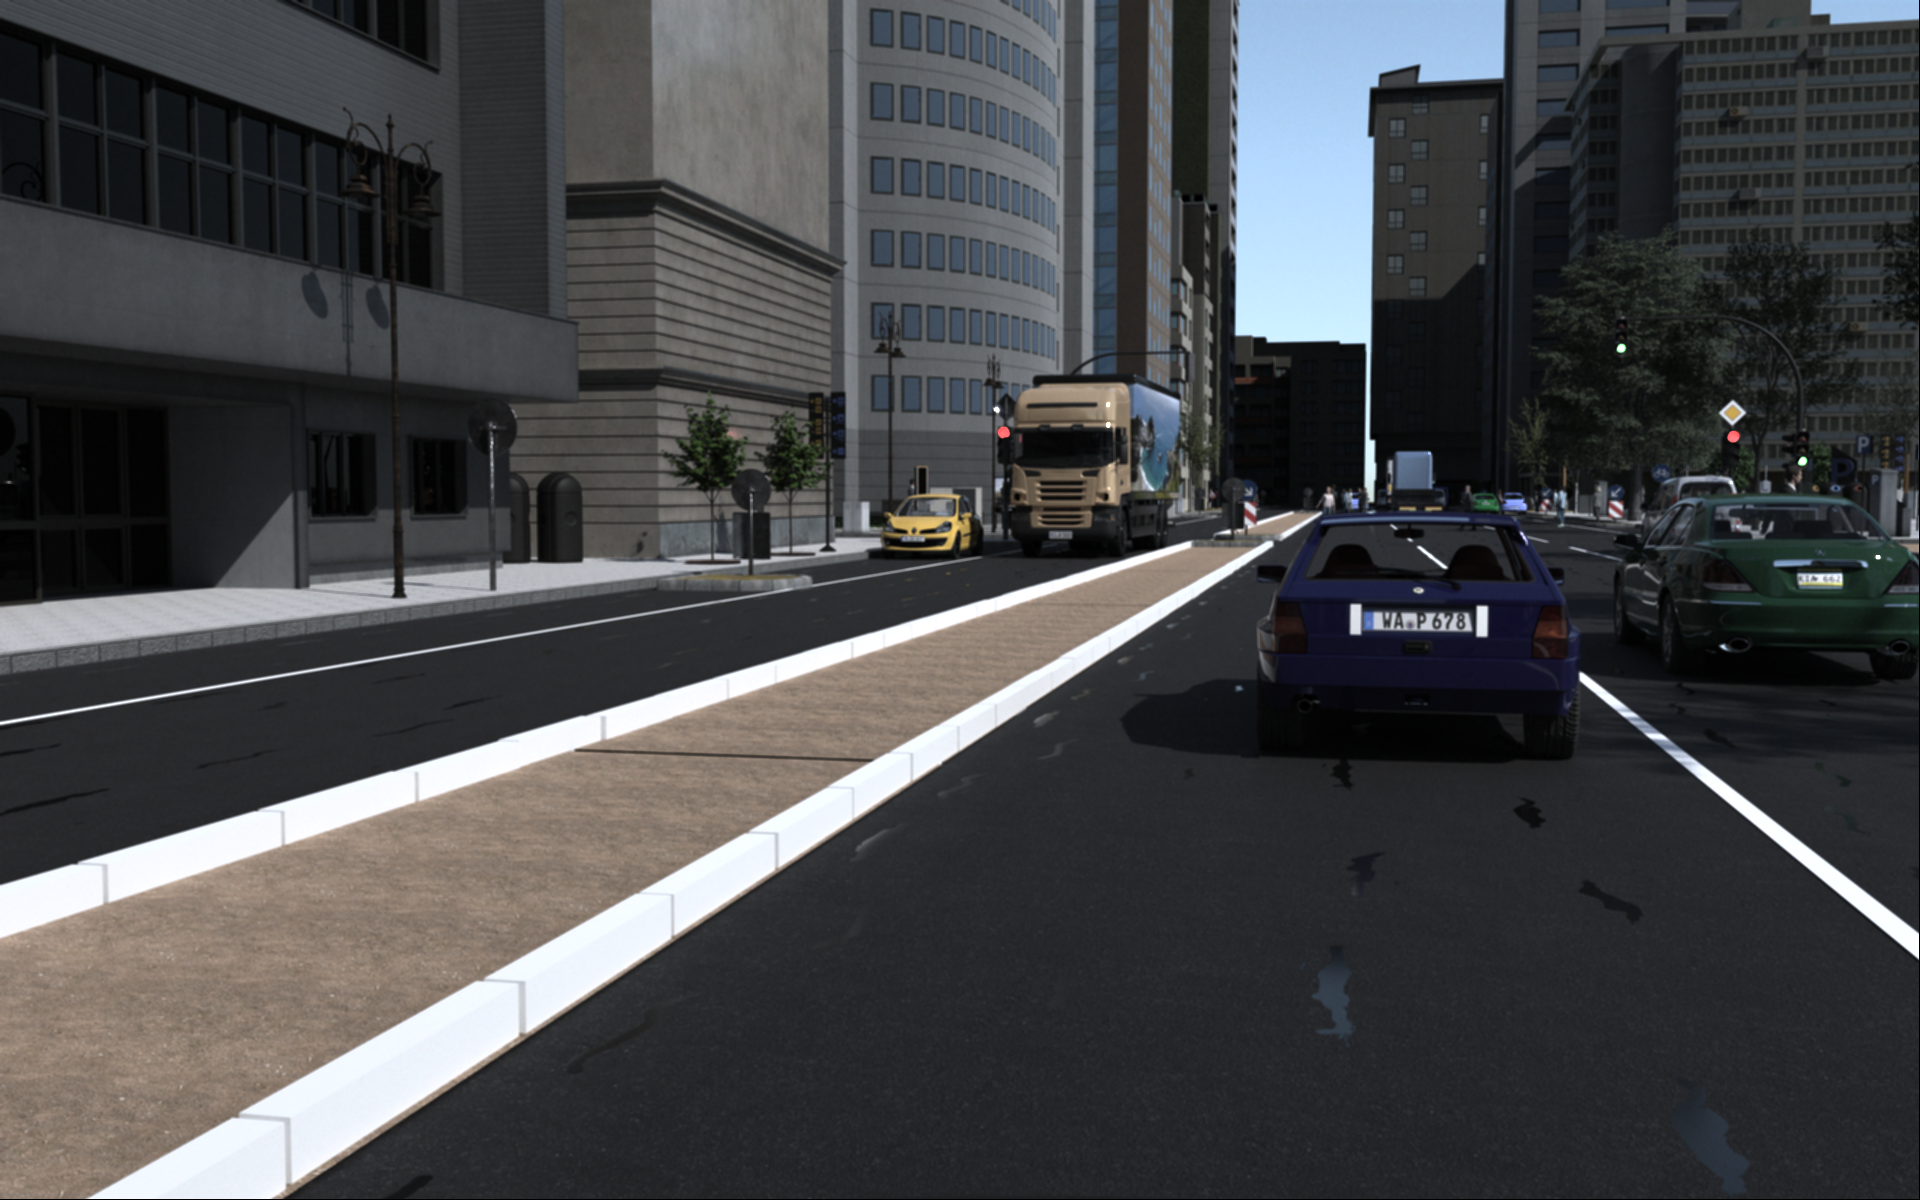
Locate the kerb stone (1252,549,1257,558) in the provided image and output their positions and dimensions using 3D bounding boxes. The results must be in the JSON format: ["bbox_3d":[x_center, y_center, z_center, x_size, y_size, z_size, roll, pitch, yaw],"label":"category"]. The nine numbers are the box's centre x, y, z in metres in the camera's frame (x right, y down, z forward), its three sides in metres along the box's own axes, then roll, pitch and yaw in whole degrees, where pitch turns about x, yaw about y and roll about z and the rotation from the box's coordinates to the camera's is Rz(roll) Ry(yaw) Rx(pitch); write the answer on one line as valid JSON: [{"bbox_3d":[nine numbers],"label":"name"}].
[{"bbox_3d":[6.381,-0.968,38.061,0.120,0.150,1.000,1,4,13],"label":"kerb stone"}]

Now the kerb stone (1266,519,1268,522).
[{"bbox_3d":[14.896,-3.842,85.069,0.120,0.150,1.000,1,4,13],"label":"kerb stone"}]

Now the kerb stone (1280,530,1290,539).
[{"bbox_3d":[10.806,-2.165,57.591,0.120,0.150,1.000,1,4,13],"label":"kerb stone"}]

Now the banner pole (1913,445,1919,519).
[{"bbox_3d":[48.604,-5.981,87.807,0.401,3.779,0.863,-1,4,-9],"label":"banner pole"}]

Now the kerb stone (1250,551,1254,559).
[{"bbox_3d":[6.156,-0.909,37.064,0.120,0.150,1.000,1,4,13],"label":"kerb stone"}]

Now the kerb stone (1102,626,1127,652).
[{"bbox_3d":[1.402,0.374,16.082,0.120,0.150,1.000,1,4,13],"label":"kerb stone"}]

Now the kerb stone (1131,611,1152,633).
[{"bbox_3d":[1.857,0.251,18.086,0.120,0.150,1.000,1,4,13],"label":"kerb stone"}]

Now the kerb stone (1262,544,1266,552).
[{"bbox_3d":[7.293,-1.215,42.060,0.120,0.150,1.000,1,4,13],"label":"kerb stone"}]

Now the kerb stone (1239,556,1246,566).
[{"bbox_3d":[5.474,-0.723,34.062,0.120,0.150,1.000,1,4,13],"label":"kerb stone"}]

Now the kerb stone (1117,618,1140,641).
[{"bbox_3d":[1.628,0.316,17.082,0.120,0.150,1.000,1,4,13],"label":"kerb stone"}]

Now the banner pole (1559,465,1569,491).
[{"bbox_3d":[42.877,-8.145,123.186,0.863,3.779,0.401,3,5,42],"label":"banner pole"}]

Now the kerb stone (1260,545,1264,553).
[{"bbox_3d":[7.067,-1.154,41.058,0.120,0.150,1.000,1,4,13],"label":"kerb stone"}]

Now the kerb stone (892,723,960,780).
[{"bbox_3d":[-0.181,0.802,9.090,0.120,0.150,1.000,1,4,13],"label":"kerb stone"}]

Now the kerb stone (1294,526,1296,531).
[{"bbox_3d":[12.167,-2.530,63.575,0.120,0.150,1.000,1,4,13],"label":"kerb stone"}]

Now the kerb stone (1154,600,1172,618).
[{"bbox_3d":[2.311,0.129,20.081,0.120,0.150,1.000,1,4,13],"label":"kerb stone"}]

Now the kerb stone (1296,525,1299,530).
[{"bbox_3d":[12.840,-2.714,66.575,0.120,0.150,1.000,1,4,13],"label":"kerb stone"}]

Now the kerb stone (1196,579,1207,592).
[{"bbox_3d":[3.442,-0.173,25.075,0.120,0.150,1.000,1,4,13],"label":"kerb stone"}]

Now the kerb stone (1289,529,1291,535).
[{"bbox_3d":[11.037,-2.226,58.590,0.120,0.150,1.000,1,4,13],"label":"kerb stone"}]

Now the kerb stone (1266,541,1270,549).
[{"bbox_3d":[7.749,-1.338,44.065,0.120,0.150,1.000,1,4,13],"label":"kerb stone"}]

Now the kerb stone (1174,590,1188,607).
[{"bbox_3d":[2.764,0.007,22.084,0.120,0.150,1.000,1,4,13],"label":"kerb stone"}]

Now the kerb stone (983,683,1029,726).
[{"bbox_3d":[0.275,0.679,11.089,0.120,0.150,1.000,1,4,13],"label":"kerb stone"}]

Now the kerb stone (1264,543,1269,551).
[{"bbox_3d":[7.527,-1.276,43.066,0.120,0.150,1.000,1,4,13],"label":"kerb stone"}]

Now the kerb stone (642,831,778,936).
[{"bbox_3d":[-0.868,0.990,6.074,0.120,0.150,1.000,1,4,13],"label":"kerb stone"}]

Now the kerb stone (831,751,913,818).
[{"bbox_3d":[-0.413,0.865,8.087,0.120,0.150,1.000,1,4,13],"label":"kerb stone"}]

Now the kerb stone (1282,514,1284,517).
[{"bbox_3d":[19.430,-5.069,105.071,0.120,0.150,1.000,1,4,13],"label":"kerb stone"}]

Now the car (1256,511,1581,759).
[{"bbox_3d":[2.815,0.105,10.863,1.945,1.354,3.894,1,4,13],"label":"car"}]

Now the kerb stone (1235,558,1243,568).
[{"bbox_3d":[5.256,-0.664,33.060,0.120,0.150,1.000,1,4,13],"label":"kerb stone"}]

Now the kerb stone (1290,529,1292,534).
[{"bbox_3d":[11.260,-2.287,59.588,0.120,0.150,1.000,1,4,13],"label":"kerb stone"}]

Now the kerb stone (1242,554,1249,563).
[{"bbox_3d":[5.712,-0.785,35.068,0.120,0.150,1.000,1,4,13],"label":"kerb stone"}]

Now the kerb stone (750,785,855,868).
[{"bbox_3d":[-0.638,0.928,7.085,0.120,0.150,1.000,1,4,13],"label":"kerb stone"}]

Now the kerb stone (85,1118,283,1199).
[{"bbox_3d":[-1.548,1.170,3.066,0.120,0.150,1.000,1,4,13],"label":"kerb stone"}]

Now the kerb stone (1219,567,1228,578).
[{"bbox_3d":[4.350,-0.420,29.062,0.120,0.150,1.000,1,4,13],"label":"kerb stone"}]

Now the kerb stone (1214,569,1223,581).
[{"bbox_3d":[4.116,-0.359,28.067,0.120,0.150,1.000,1,4,13],"label":"kerb stone"}]

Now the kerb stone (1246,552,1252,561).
[{"bbox_3d":[5.933,-0.846,36.066,0.120,0.150,1.000,1,4,13],"label":"kerb stone"}]

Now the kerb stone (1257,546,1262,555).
[{"bbox_3d":[6.835,-1.093,40.061,0.120,0.150,1.000,1,4,13],"label":"kerb stone"}]

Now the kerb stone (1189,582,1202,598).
[{"bbox_3d":[3.224,-0.115,24.076,0.120,0.150,1.000,1,4,13],"label":"kerb stone"}]

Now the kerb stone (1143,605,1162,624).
[{"bbox_3d":[2.081,0.190,19.083,0.120,0.150,1.000,1,4,13],"label":"kerb stone"}]

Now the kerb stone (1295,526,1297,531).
[{"bbox_3d":[12.393,-2.586,64.573,0.120,0.150,1.000,1,4,13],"label":"kerb stone"}]

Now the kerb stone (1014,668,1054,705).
[{"bbox_3d":[0.497,0.618,12.091,0.120,0.150,1.000,1,4,13],"label":"kerb stone"}]

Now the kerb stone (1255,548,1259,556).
[{"bbox_3d":[6.609,-1.025,39.058,0.120,0.150,1.000,1,4,13],"label":"kerb stone"}]

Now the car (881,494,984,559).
[{"bbox_3d":[-0.611,-1.791,39.510,2.015,1.641,3.980,1,4,12],"label":"car"}]

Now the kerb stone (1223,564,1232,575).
[{"bbox_3d":[4.579,-0.481,30.069,0.120,0.150,1.000,1,4,13],"label":"kerb stone"}]

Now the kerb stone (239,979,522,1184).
[{"bbox_3d":[-1.326,1.109,4.067,0.120,0.150,1.000,1,4,13],"label":"kerb stone"}]

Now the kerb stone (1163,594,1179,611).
[{"bbox_3d":[2.532,0.068,21.089,0.120,0.150,1.000,1,4,13],"label":"kerb stone"}]

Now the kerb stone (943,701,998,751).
[{"bbox_3d":[0.047,0.741,10.088,0.120,0.150,1.000,1,4,13],"label":"kerb stone"}]

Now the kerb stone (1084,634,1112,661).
[{"bbox_3d":[1.171,0.436,15.086,0.120,0.150,1.000,1,4,13],"label":"kerb stone"}]

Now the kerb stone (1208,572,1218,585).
[{"bbox_3d":[3.889,-0.297,27.070,0.120,0.150,1.000,1,4,13],"label":"kerb stone"}]

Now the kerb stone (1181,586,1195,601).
[{"bbox_3d":[2.989,-0.054,23.081,0.120,0.150,1.000,1,4,13],"label":"kerb stone"}]

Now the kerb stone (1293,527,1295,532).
[{"bbox_3d":[11.943,-2.470,62.578,0.120,0.150,1.000,1,4,13],"label":"kerb stone"}]

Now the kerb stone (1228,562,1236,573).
[{"bbox_3d":[4.810,-0.542,31.065,0.120,0.150,1.000,1,4,13],"label":"kerb stone"}]

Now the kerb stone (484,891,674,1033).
[{"bbox_3d":[-1.092,1.048,5.065,0.120,0.150,1.000,1,4,13],"label":"kerb stone"}]

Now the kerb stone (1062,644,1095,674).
[{"bbox_3d":[0.946,0.496,14.089,0.120,0.150,1.000,1,4,13],"label":"kerb stone"}]

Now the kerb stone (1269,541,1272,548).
[{"bbox_3d":[7.966,-1.398,45.068,0.120,0.150,1.000,1,4,13],"label":"kerb stone"}]

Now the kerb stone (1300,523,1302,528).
[{"bbox_3d":[13.755,-2.959,70.596,0.120,0.150,1.000,1,4,13],"label":"kerb stone"}]

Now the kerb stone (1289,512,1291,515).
[{"bbox_3d":[21.910,-5.741,116.086,0.120,0.150,1.000,1,4,13],"label":"kerb stone"}]

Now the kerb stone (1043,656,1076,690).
[{"bbox_3d":[0.721,0.565,13.088,0.120,0.150,1.000,1,4,13],"label":"kerb stone"}]

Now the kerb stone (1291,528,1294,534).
[{"bbox_3d":[11.503,-2.348,60.581,0.120,0.150,1.000,1,4,13],"label":"kerb stone"}]

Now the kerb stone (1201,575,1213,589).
[{"bbox_3d":[3.664,-0.237,26.073,0.120,0.150,1.000,1,4,13],"label":"kerb stone"}]

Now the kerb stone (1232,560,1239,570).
[{"bbox_3d":[5.019,-0.604,32.065,0.120,0.150,1.000,1,4,13],"label":"kerb stone"}]
